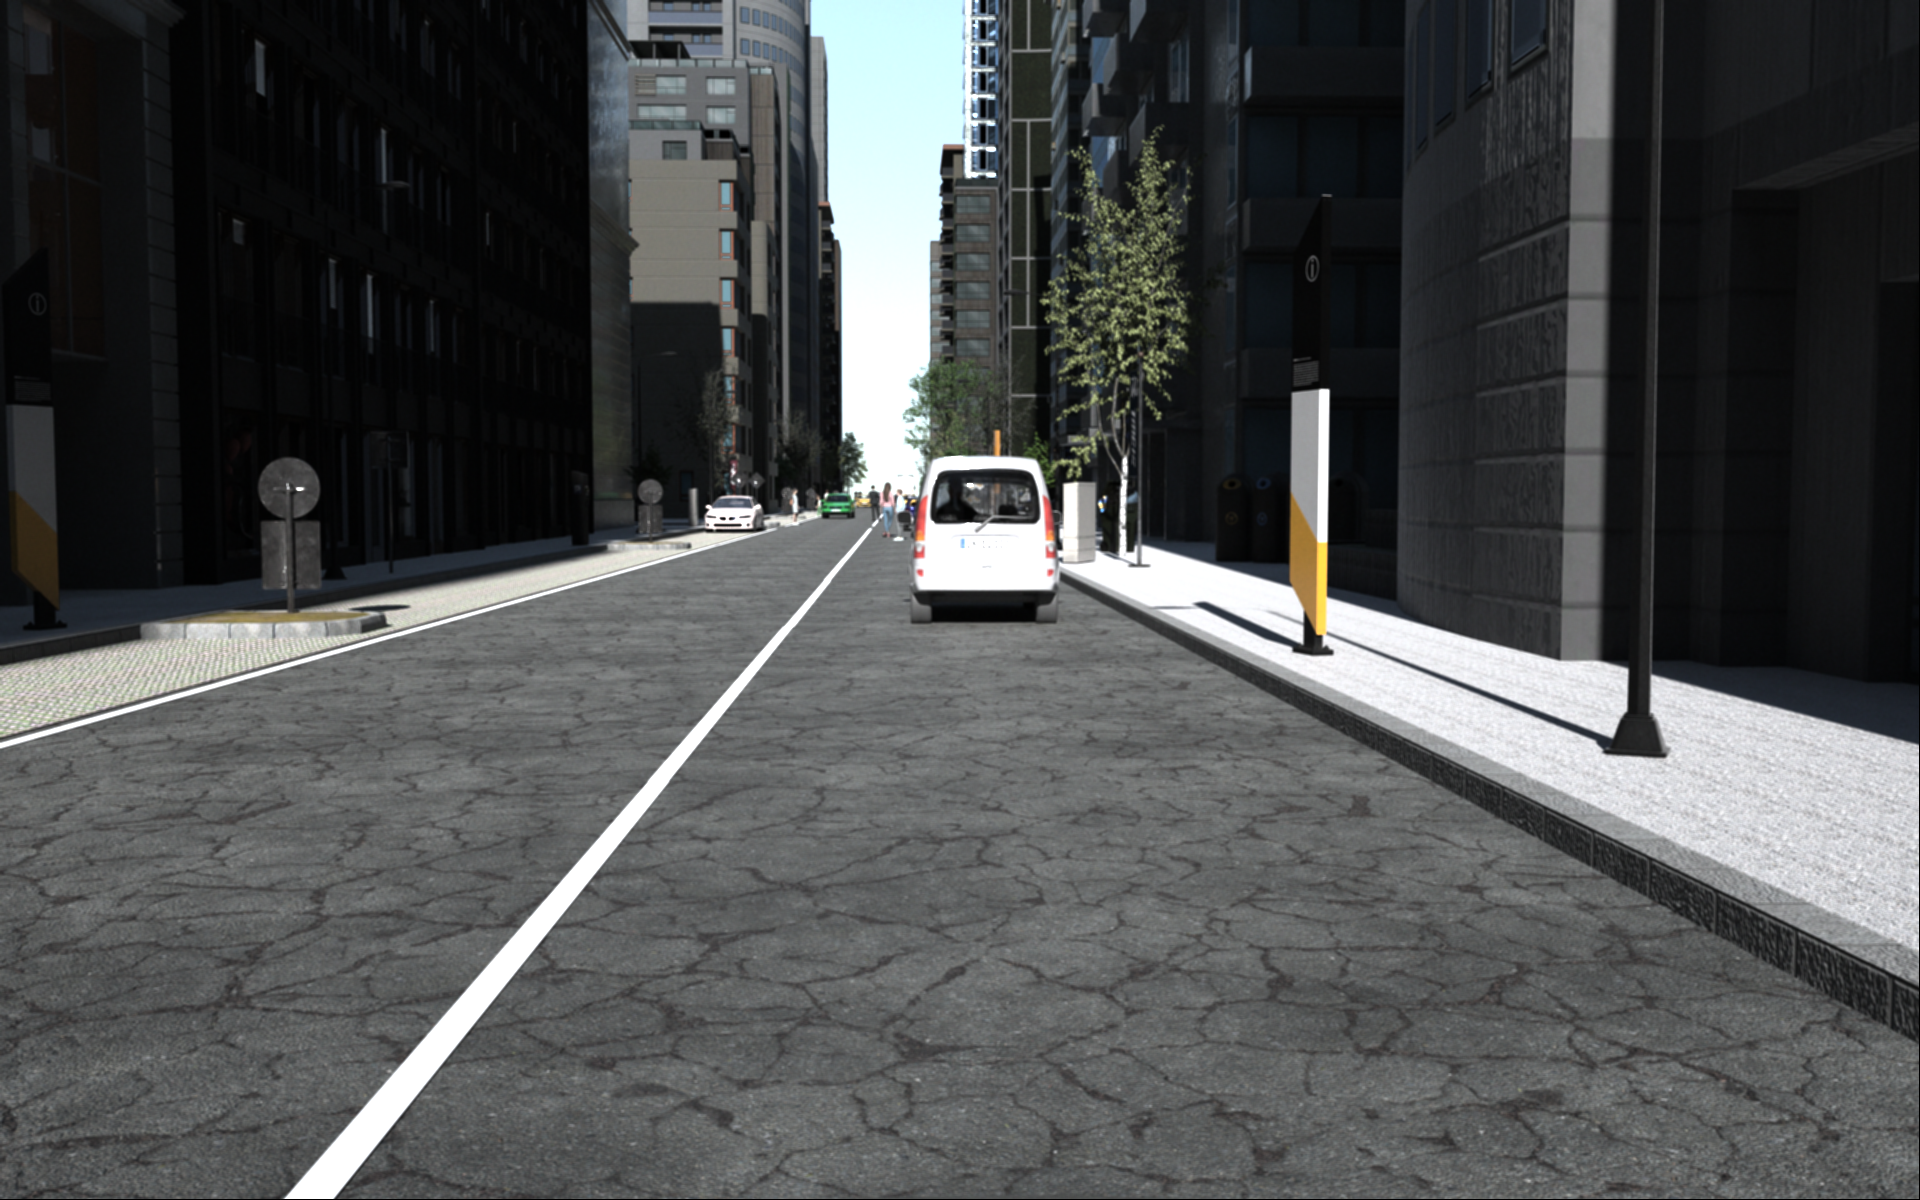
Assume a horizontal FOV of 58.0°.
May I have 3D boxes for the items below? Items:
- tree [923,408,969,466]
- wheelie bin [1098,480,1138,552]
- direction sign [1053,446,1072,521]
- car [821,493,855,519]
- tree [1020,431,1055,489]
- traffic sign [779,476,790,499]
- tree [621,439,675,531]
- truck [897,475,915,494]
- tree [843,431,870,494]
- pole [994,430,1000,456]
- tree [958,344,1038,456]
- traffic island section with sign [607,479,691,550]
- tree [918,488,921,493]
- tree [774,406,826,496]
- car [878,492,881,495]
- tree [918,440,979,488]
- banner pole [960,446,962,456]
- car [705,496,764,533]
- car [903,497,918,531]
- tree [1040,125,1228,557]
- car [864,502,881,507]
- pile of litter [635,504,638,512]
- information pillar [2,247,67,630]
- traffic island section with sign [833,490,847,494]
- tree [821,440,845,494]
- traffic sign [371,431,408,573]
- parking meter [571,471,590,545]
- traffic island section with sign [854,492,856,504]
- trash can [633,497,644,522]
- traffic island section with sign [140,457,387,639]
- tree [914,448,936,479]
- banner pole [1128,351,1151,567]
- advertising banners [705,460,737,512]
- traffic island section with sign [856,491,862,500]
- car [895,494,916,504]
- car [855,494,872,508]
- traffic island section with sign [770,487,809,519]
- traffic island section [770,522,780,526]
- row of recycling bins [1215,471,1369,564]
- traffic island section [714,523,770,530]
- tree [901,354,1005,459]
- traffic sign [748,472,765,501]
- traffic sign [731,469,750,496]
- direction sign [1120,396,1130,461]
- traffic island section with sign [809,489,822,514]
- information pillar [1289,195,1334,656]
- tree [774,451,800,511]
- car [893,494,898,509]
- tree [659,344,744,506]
[{"bbox_3d":[-1.088,-11.816,143.557,4.737,8.622,4.395,0,3,0],"label":"tree"},{"bbox_3d":[3.544,-1.856,38.252,0.980,1.594,0.693,-2,4,-31],"label":"wheelie bin"},{"bbox_3d":[4.838,-5.489,81.737,0.876,3.537,0.379,0,4,0],"label":"direction sign"},{"bbox_3d":[-7.227,-5.751,102.831,1.959,1.807,4.718,0,3,0],"label":"car"},{"bbox_3d":[2.242,-3.580,53.129,1.663,3.219,1.824,0,3,0],"label":"tree"},{"bbox_3d":[-12.408,-7.494,122.632,0.768,2.556,0.104,0,4,6],"label":"traffic sign"},{"bbox_3d":[-10.647,-4.017,60.284,1.663,3.219,1.824,0,3,0],"label":"tree"},{"bbox_3d":[-8.188,-16.678,261.596,2.839,4.237,11.283,0,4,-1],"label":"truck"},{"bbox_3d":[-20.142,-24.102,312.196,7.486,12.596,7.792,0,3,0],"label":"tree"},{"bbox_3d":[1.180,-3.761,55.341,0.158,3.312,0.155,0,3,0],"label":"pole"},{"bbox_3d":[1.701,-8.273,85.628,4.360,8.622,3.978,0,3,0],"label":"tree"},{"bbox_3d":[-8.061,-2.230,45.096,1.989,1.847,2.006,0,4,-2],"label":"traffic island section with sign"},{"bbox_3d":[-6.144,-17.808,285.760,1.663,3.219,1.824,0,3,0],"label":"tree"},{"bbox_3d":[-14.045,-12.138,148.823,4.360,8.622,3.978,0,3,0],"label":"tree"},{"bbox_3d":[-13.854,-18.381,309.206,2.281,1.827,5.304,0,4,-2],"label":"car"},{"bbox_3d":[0.068,-7.389,104.523,4.285,4.588,4.351,0,3,0],"label":"tree"},{"bbox_3d":[0.039,-6.126,90.174,0.401,3.779,0.863,0,4,-4],"label":"banner pole"},{"bbox_3d":[-8.515,-3.256,65.591,2.083,1.381,4.827,0,4,-1],"label":"car"},{"bbox_3d":[-1.465,-3.421,68.521,1.945,1.354,3.894,0,4,-4],"label":"car"},{"bbox_3d":[3.393,-5.209,35.533,4.737,8.622,4.395,0,3,0],"label":"tree"},{"bbox_3d":[-9.882,-11.224,195.867,2.083,1.381,4.827,0,3,0],"label":"car"},{"bbox_3d":[-15.279,-4.200,82.627,1.719,0.858,1.176,-2,4,-25],"label":"pile of litter"},{"bbox_3d":[-8.731,-1.525,16.296,0.183,3.616,0.504,1,4,17],"label":"information pillar"},{"bbox_3d":[-12.641,-10.330,177.522,1.989,1.847,2.006,0,4,-2],"label":"traffic island section with sign"},{"bbox_3d":[-17.199,-17.003,228.357,4.737,8.622,4.395,0,3,0],"label":"tree"},{"bbox_3d":[-9.227,-1.585,28.037,0.606,2.300,0.079,0,4,2],"label":"traffic sign"},{"bbox_3d":[-9.488,-2.299,43.293,0.399,1.863,0.255,1,4,14],"label":"parking meter"},{"bbox_3d":[-13.583,-11.994,204.731,1.989,1.847,2.006,0,4,-2],"label":"traffic island section with sign"},{"bbox_3d":[-14.806,-4.142,79.368,0.748,1.137,0.748,0,3,0],"label":"trash can"},{"bbox_3d":[-7.103,-0.571,17.962,1.989,1.847,2.006,0,4,-2],"label":"traffic island section with sign"},{"bbox_3d":[-4.328,-17.710,239.921,4.360,8.622,3.978,0,3,0],"label":"tree"},{"bbox_3d":[3.125,-2.490,30.731,0.401,3.779,0.863,-1,4,-11],"label":"banner pole"},{"bbox_3d":[-12.215,-5.663,88.778,2.074,3.025,0.090,2,4,31],"label":"advertising banners"},{"bbox_3d":[-16.468,-17.060,287.565,1.989,1.847,2.006,0,4,-2],"label":"traffic island section with sign"},{"bbox_3d":[-4.089,-7.642,135.170,2.015,1.641,3.980,0,4,-4],"label":"car"},{"bbox_3d":[-10.140,-10.606,183.636,2.015,1.641,3.980,0,4,-4],"label":"car"},{"bbox_3d":[-9.973,-5.614,100.412,1.989,1.847,2.006,0,4,-2],"label":"traffic island section with sign"},{"bbox_3d":[-9.187,-3.416,78.129,2.009,0.180,2.903,0,4,-2],"label":"traffic island section"},{"bbox_3d":[6.116,-1.525,32.044,1.069,1.692,3.534,-3,4,-36],"label":"row of recycling bins"},{"bbox_3d":[-8.909,-2.928,70.149,2.009,0.180,2.903,0,4,-2],"label":"traffic island section"},{"bbox_3d":[-0.652,-12.317,127.138,9.928,11.665,9.643,0,3,0],"label":"tree"},{"bbox_3d":[-9.163,-4.552,78.068,0.795,2.450,0.064,0,4,-2],"label":"traffic sign"},{"bbox_3d":[-8.886,-4.064,70.088,0.795,2.450,0.064,0,4,-2],"label":"traffic sign"},{"bbox_3d":[3.853,-2.959,40.381,0.379,3.537,0.876,-1,4,-8],"label":"direction sign"},{"bbox_3d":[-10.916,-7.276,127.583,1.989,1.847,2.006,0,4,-2],"label":"traffic island section with sign"},{"bbox_3d":[2.811,-1.378,13.884,0.183,3.616,0.504,-1,4,-17],"label":"information pillar"},{"bbox_3d":[-13.881,-9.083,132.213,4.285,4.588,4.351,0,3,0],"label":"tree"},{"bbox_3d":[-5.533,-9.348,162.629,2.009,1.686,4.222,0,4,-1],"label":"car"},{"bbox_3d":[-12.284,-8.185,84.185,4.360,8.622,3.978,0,3,0],"label":"tree"}]
